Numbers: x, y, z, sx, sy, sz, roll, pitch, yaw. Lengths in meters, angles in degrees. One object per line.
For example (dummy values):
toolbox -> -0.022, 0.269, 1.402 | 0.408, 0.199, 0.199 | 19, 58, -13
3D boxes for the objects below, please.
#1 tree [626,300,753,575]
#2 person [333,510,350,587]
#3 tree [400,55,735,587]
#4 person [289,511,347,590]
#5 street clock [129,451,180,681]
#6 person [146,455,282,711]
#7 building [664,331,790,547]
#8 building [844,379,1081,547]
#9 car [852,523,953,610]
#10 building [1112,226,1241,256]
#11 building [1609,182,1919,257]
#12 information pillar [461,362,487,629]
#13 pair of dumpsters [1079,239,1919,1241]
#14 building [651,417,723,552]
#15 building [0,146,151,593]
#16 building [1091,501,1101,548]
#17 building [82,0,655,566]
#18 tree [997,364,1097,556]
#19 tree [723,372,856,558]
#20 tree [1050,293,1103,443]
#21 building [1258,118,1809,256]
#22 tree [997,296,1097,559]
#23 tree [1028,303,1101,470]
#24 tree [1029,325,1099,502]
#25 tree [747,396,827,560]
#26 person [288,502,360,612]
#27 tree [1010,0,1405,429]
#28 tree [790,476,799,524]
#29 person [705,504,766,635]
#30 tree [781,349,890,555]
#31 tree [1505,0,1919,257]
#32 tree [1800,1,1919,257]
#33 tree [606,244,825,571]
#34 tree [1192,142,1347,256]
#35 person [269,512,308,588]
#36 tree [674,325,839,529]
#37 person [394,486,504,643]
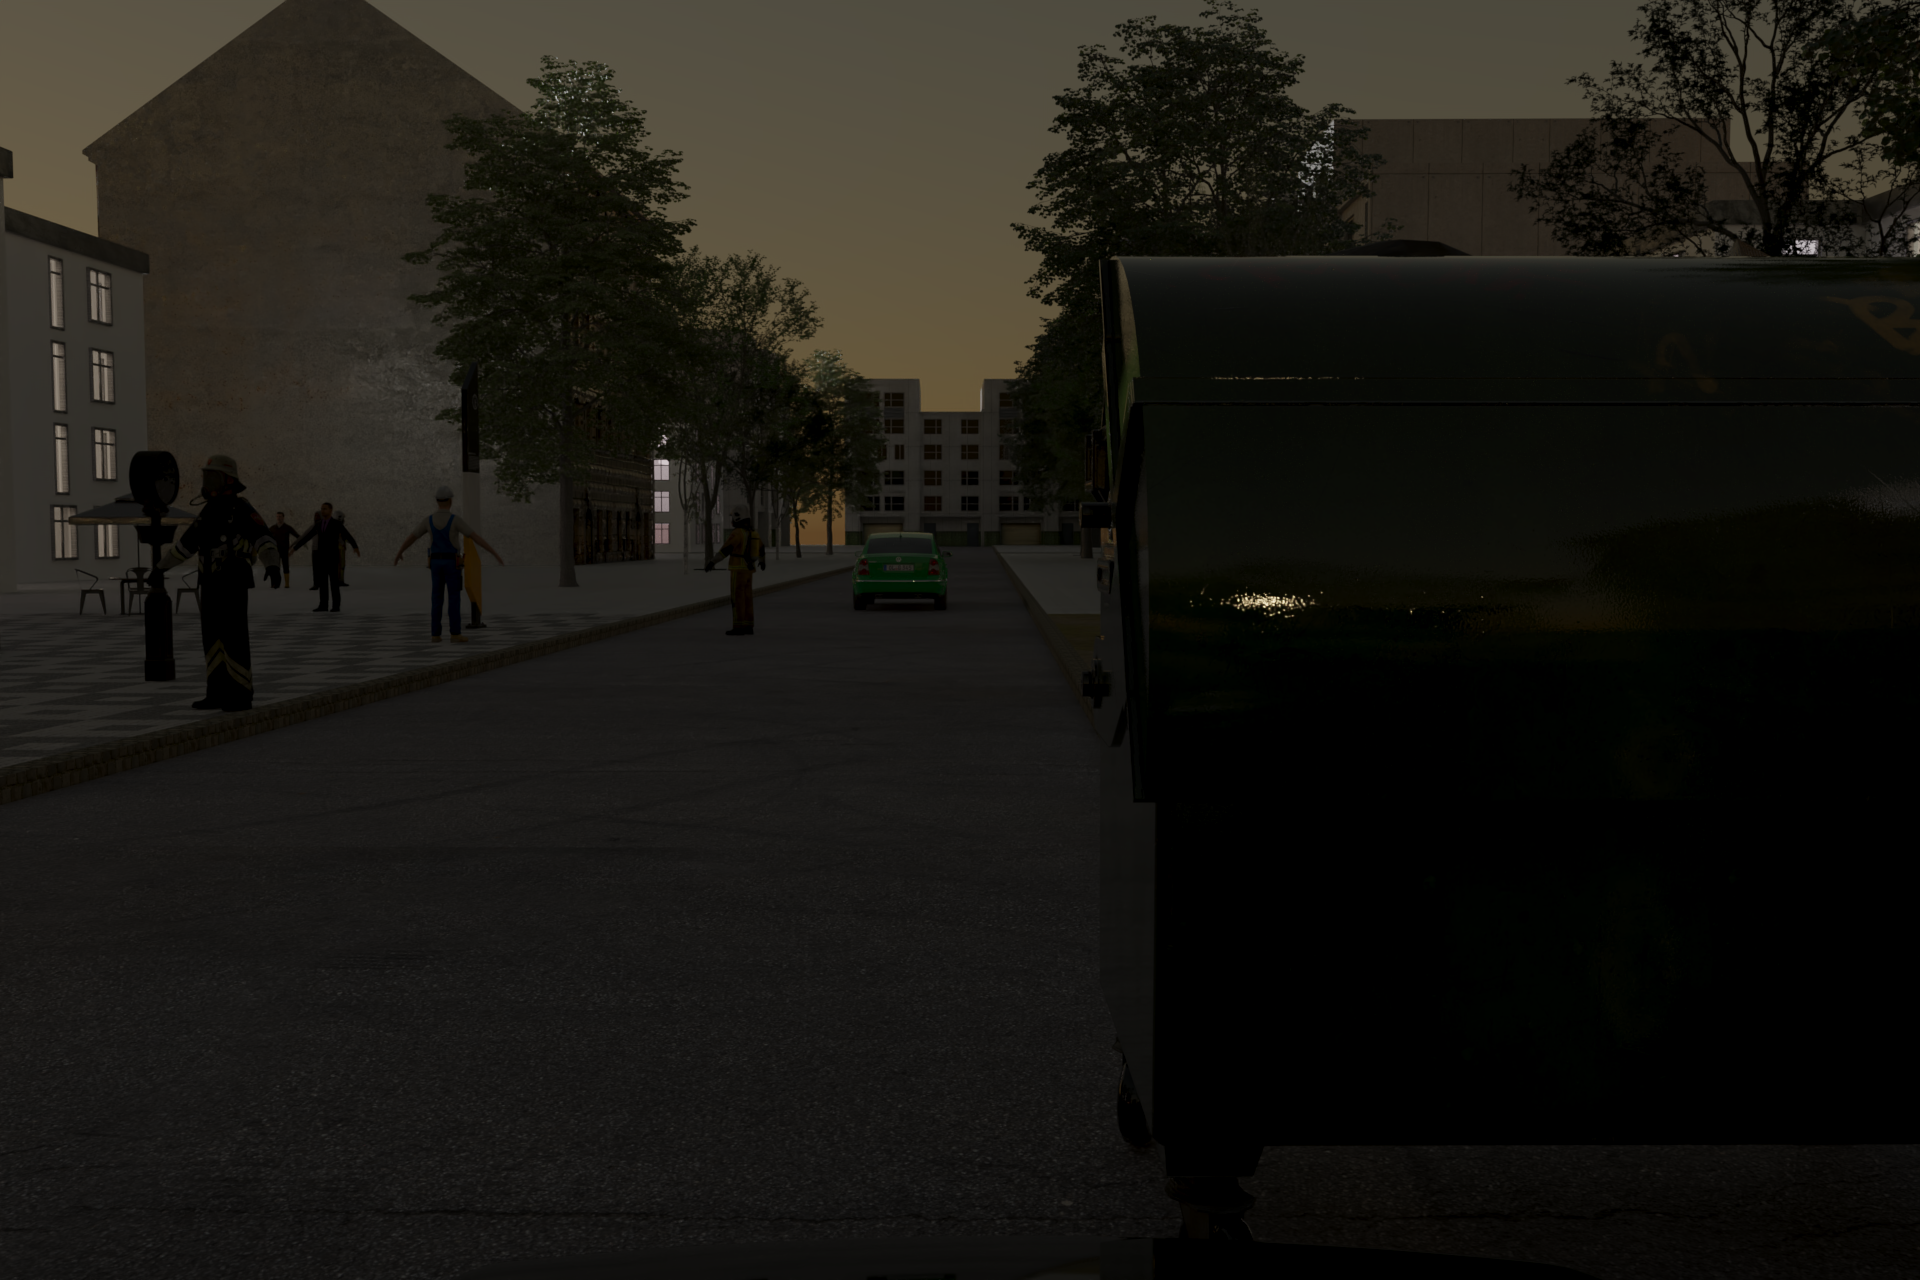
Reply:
tree -> -8.898, -6.369, 54.501 | 4.360, 8.622, 3.978 | 0, 3, 0
person -> -15.178, -2.239, 42.381 | 1.354, 1.858, 0.705 | 3, 5, 43
tree -> -9.311, -7.543, 41.454 | 7.486, 12.596, 7.792 | 0, 3, 0
person -> -14.615, -2.040, 39.490 | 1.348, 1.813, 0.705 | 0, 4, 4
street clock -> -7.008, -0.645, 15.117 | 0.358, 2.002, 0.471 | 0, 4, 1
person -> -5.378, -0.418, 12.607 | 1.354, 1.856, 0.705 | 2, 4, 28
building -> -26.662, -18.302, 165.698 | 16.747, 18.905, 31.486 | 0, 4, 2
building -> 2.630, -20.493, 203.975 | 31.486, 18.905, 16.747 | 0, 4, -1
car -> -1.124, -1.541, 33.986 | 1.959, 1.807, 4.718 | 0, 3, 0
building -> 24.644, -17.576, 131.335 | 27.936, 21.610, 32.646 | 0, 4, 1
building -> 23.429, -6.217, 43.803 | 9.099, 9.664, 28.070 | 0, 4, 0
information pillar -> -6.601, -1.961, 23.422 | 0.183, 3.616, 0.504 | 0, 4, 2
pair of dumpsters -> 2.466, 0.081, 3.631 | 4.436, 2.255, 1.574 | 0, 4, 0
building -> -22.848, -11.793, 134.964 | 9.099, 9.664, 28.070 | 0, 4, 2
building -> -25.272, -5.871, 38.141 | 9.099, 9.664, 28.070 | 0, 4, 1
building -> 26.279, -20.449, 178.311 | 27.936, 21.610, 32.646 | 0, 4, 0
building -> -24.715, -15.074, 77.386 | 19.493, 23.208, 18.063 | 0, 4, 1
tree -> 7.299, -11.779, 102.963 | 12.009, 13.543, 11.850 | 0, 3, 0
tree -> -8.954, -9.731, 93.516 | 7.601, 10.594, 8.767 | 3, 4, 39
tree -> 6.590, -7.444, 56.120 | 7.601, 10.594, 8.767 | -3, 5, -41
building -> 24.423, -13.213, 82.495 | 16.747, 18.905, 31.486 | 0, 4, 1
tree -> 6.795, -11.263, 90.802 | 9.857, 13.997, 8.962 | 0, 3, 0
tree -> 6.260, -8.793, 69.518 | 9.928, 11.665, 9.643 | 0, 3, 0
tree -> 7.088, -9.891, 79.847 | 7.486, 12.596, 7.792 | 0, 3, 0
tree -> -8.843, -8.247, 85.197 | 4.737, 8.622, 4.395 | 0, 3, 0
person -> -10.440, -1.366, 28.565 | 1.346, 1.802, 0.704 | 1, 4, 16
tree -> 6.123, -8.278, 41.998 | 9.857, 13.997, 8.962 | 0, 3, 0
tree -> -22.428, -17.956, 200.241 | 9.857, 13.997, 8.962 | 0, 3, 0
person -> -3.122, -1.001, 24.594 | 0.705, 1.858, 1.354 | 2, 4, 29
tree -> -7.834, -11.528, 106.617 | 7.486, 12.596, 7.792 | 0, 3, 0
tree -> 11.756, -5.462, 23.711 | 8.767, 10.594, 7.601 | 1, 4, 22
tree -> 10.346, -6.437, 11.906 | 9.857, 13.997, 8.962 | 0, 3, 0
tree -> -8.796, -8.287, 61.249 | 9.928, 11.665, 9.643 | 0, 3, 0
tree -> 6.105, -5.060, 33.094 | 4.360, 8.622, 3.978 | 0, 3, 0
person -> -16.124, -2.138, 41.097 | 1.346, 1.812, 0.704 | 0, 4, -2
tree -> -8.891, -8.626, 75.453 | 8.767, 10.594, 7.601 | 2, 4, 24
person -> -6.085, -0.897, 20.517 | 1.347, 1.847, 0.705 | 0, 4, 6
